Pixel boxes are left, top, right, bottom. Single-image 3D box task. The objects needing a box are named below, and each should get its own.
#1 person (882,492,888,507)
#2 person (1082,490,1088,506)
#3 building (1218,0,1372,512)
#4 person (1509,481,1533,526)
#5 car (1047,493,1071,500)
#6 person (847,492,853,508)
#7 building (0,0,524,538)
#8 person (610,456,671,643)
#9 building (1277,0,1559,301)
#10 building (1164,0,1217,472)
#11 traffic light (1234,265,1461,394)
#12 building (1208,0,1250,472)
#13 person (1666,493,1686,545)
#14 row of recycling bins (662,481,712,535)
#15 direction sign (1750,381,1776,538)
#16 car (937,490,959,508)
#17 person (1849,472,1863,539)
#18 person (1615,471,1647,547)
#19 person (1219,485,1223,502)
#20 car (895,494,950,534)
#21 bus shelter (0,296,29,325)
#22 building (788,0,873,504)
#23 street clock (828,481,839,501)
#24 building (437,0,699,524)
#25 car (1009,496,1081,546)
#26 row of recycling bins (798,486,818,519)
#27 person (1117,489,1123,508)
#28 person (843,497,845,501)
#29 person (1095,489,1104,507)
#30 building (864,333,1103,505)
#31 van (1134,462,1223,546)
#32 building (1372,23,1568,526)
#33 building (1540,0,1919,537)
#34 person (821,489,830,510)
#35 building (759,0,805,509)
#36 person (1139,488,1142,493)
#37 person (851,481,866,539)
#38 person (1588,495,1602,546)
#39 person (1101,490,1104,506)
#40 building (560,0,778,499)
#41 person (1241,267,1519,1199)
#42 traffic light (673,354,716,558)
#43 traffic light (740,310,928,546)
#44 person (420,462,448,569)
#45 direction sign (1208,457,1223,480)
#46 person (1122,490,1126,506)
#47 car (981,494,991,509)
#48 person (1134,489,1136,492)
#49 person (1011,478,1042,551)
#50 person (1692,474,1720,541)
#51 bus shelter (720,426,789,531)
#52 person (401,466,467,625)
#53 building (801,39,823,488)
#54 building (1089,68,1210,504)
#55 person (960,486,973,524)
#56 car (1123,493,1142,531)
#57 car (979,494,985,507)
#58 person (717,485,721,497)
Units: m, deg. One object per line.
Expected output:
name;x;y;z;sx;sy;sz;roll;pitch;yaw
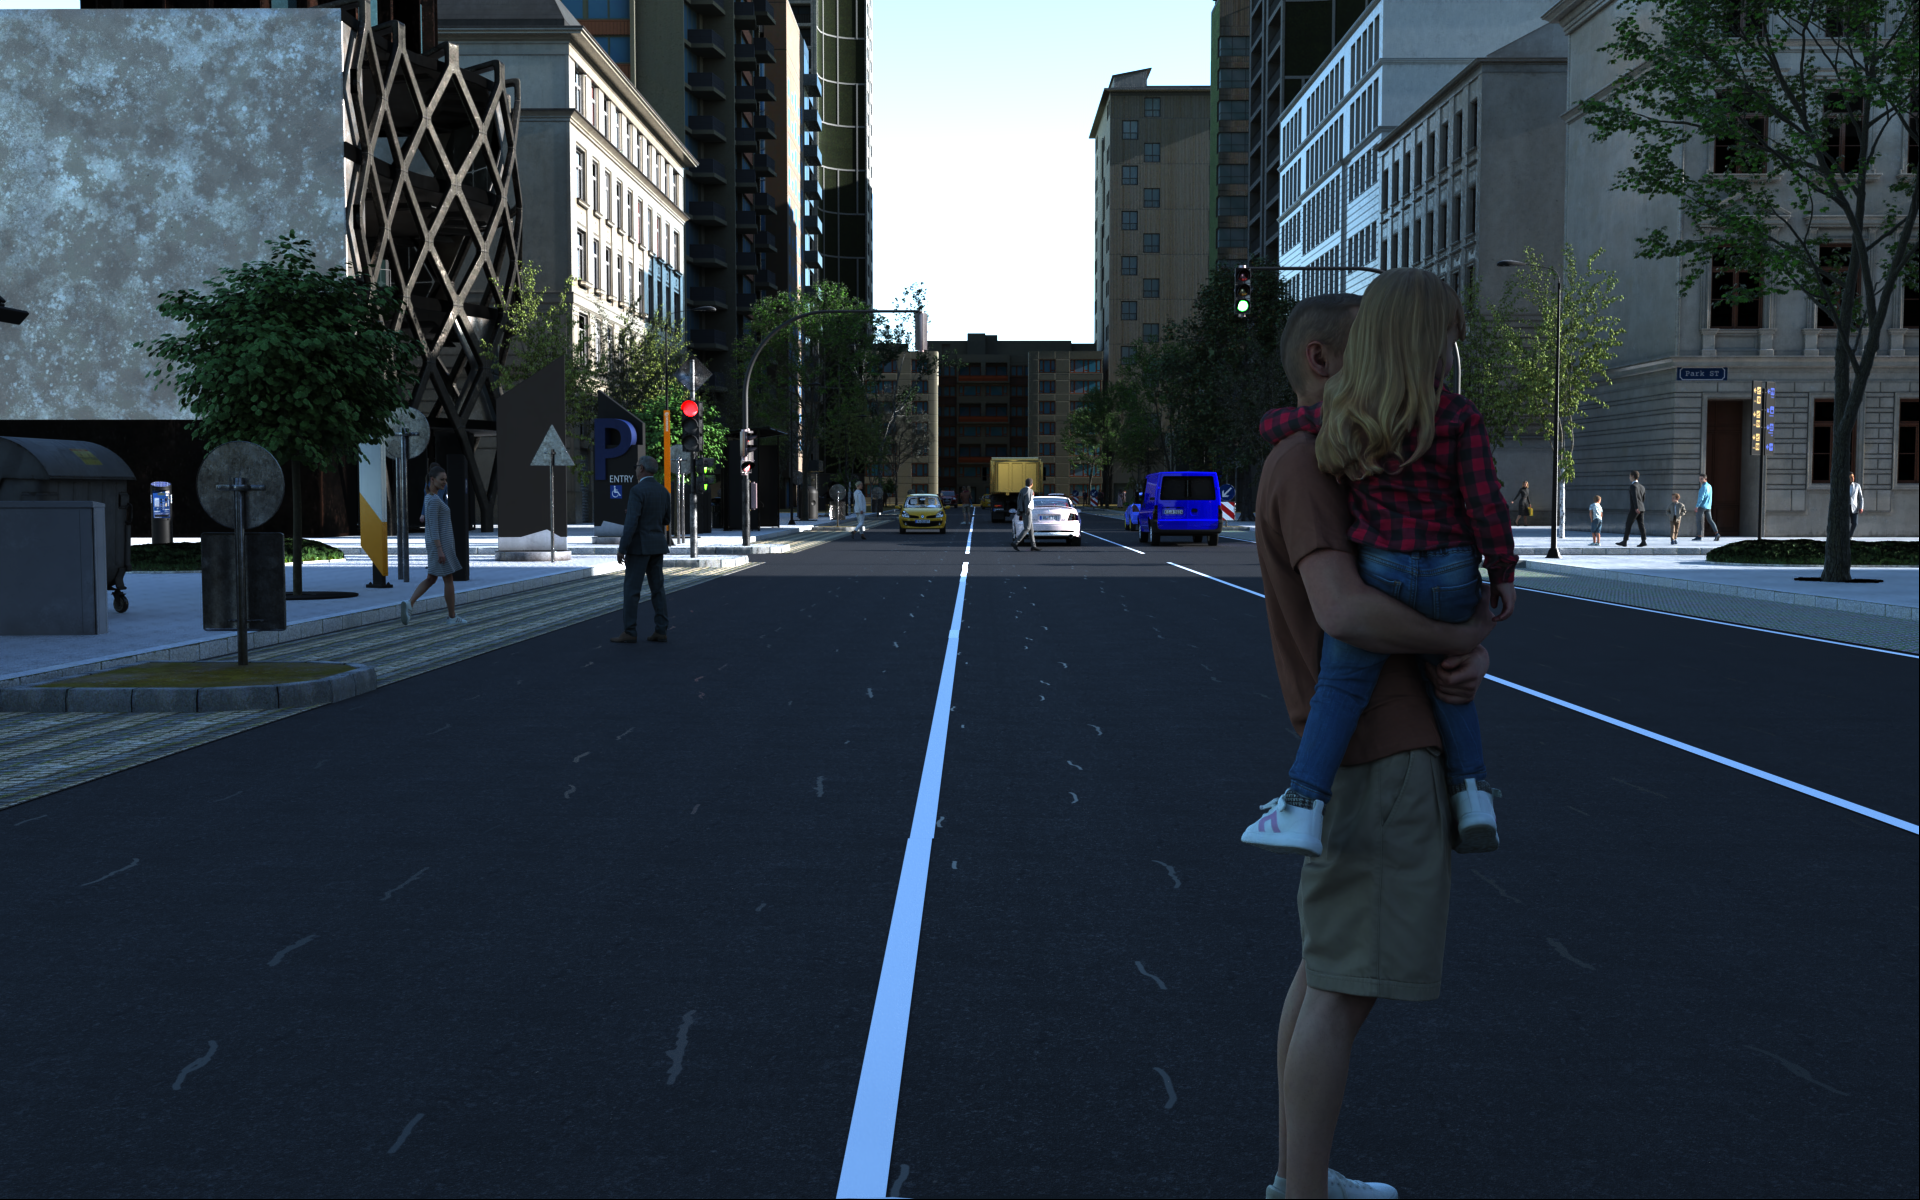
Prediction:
person;-7.411;-10.052;170.949;0.990;1.755;0.434;3;5;42
person;13.185;-10.750;182.722;0.541;1.710;0.530;2;4;26
building;30.863;-42.132;127.104;20.563;71.187;20.611;0;4;1
person;22.113;-3.844;69.111;1.509;1.804;0.699;0;4;7
car;6.780;-6.905;121.939;2.155;1.783;4.494;0;4;2
person;-10.031;-9.288;157.882;1.348;1.826;0.705;-2;4;-32
building;-23.800;-11.696;58.674;16.820;18.784;16.811;0;4;1
person;-3.119;-0.499;16.833;0.590;1.801;0.661;2;4;30
building;26.767;-19.860;102.207;11.434;29.767;29.804;0;4;1
building;32.934;-52.304;167.833;22.319;86.520;31.000;0;4;1
traffic light;7.812;-3.666;34.610;4.771;5.953;1.251;0;4;1
building;27.797;-28.283;146.018;14.154;41.232;14.086;0;4;1
person;18.225;-2.066;44.091;0.475;1.303;0.640;1;4;15
row of recycling bins;-8.964;-2.979;55.820;1.069;1.692;3.534;1;4;17
direction sign;16.144;-2.623;34.887;0.876;3.537;0.379;-3;4;-38
car;-1.279;-10.407;178.826;2.281;1.827;5.304;0;4;1
person;22.241;-2.293;43.375;0.661;1.843;0.795;1;4;16
person;16.382;-2.223;42.172;0.659;1.850;0.755;-3;4;-37
person;14.311;-5.464;95.477;0.391;1.810;0.635;0;4;6
car;-1.372;-3.268;63.657;2.015;1.641;3.980;0;4;-1
bus shelter;-9.149;-1.131;12.411;2.014;3.302;5.546;0;4;1
building;-21.833;-47.710;218.314;20.611;71.187;20.563;0;4;1
street clock;-7.366;-6.008;102.808;0.471;2.002;0.358;3;4;37
building;-23.545;-15.552;87.565;16.112;22.955;30.059;0;4;1
car;2.443;-2.260;49.310;2.083;1.381;4.827;0;4;1
row of recycling bins;-8.007;-5.128;90.954;1.069;1.692;3.534;0;4;-7
person;14.585;-9.217;157.408;0.621;1.740;0.551;1;4;8
person;-11.371;-9.894;171.028;0.991;1.433;0.599;3;5;44
person;14.133;-10.322;175.361;0.990;1.755;0.434;0;4;-7
building;2.956;-23.132;223.253;28.899;21.520;27.650;0;4;1
van;6.234;-2.767;49.631;2.240;2.365;5.245;0;4;1
building;25.412;-13.997;78.005;9.793;20.994;18.267;0;4;1
building;30.995;-13.427;55.681;21.152;22.565;11.583;0;4;1
person;-10.297;-7.885;135.479;1.217;1.766;0.721;0;4;-6
building;-21.492;-30.845;154.426;14.600;45.320;14.200;0;4;1
person;13.820;-7.665;132.182;1.217;1.723;0.721;-2;4;-32
person;-3.202;-2.816;54.417;0.514;1.842;0.818;3;5;42
person;15.787;-1.976;43.042;0.332;1.250;0.352;2;4;27
person;14.811;-10.701;181.726;0.721;1.743;1.217;-1;4;-23
building;-25.870;-29.219;132.357;22.147;44.769;28.867;0;4;1
person;0.743;0.323;3.191;0.573;1.828;0.580;-2;4;-33
traffic light;-5.356;-2.810;34.864;0.839;4.253;0.868;0;4;1
traffic light;-3.185;-4.171;42.863;4.771;5.953;1.251;0;4;1
person;-8.941;-1.441;29.628;0.581;1.822;0.654;-3;5;-42
direction sign;13.855;-6.259;94.334;0.876;3.537;0.379;1;4;17
person;17.985;-11.206;190.065;0.445;1.727;0.742;1;4;9
car;2.949;-9.381;163.602;2.015;1.641;3.980;0;4;2
person;18.389;-10.788;182.442;0.705;1.822;1.348;0;4;1
person;1.688;-2.141;43.606;0.850;1.850;0.679;-1;4;-12
person;20.459;-2.545;47.515;0.638;1.841;0.748;-2;4;-30
bus shelter;-7.419;-4.389;63.037;1.731;3.624;6.357;0;4;1
person;-5.699;-0.584;18.797;0.466;1.731;0.760;3;4;36
building;-29.436;-33.883;173.600;30.456;49.044;23.786;0;4;1
building;31.162;-38.770;223.130;27.495;52.752;28.713;0;4;1
person;0.336;-4.571;83.203;0.573;1.828;0.580;3;4;36
car;7.409;-3.577;68.079;1.945;1.707;3.694;0;4;1
car;3.096;-10.751;185.995;2.015;1.641;3.980;0;4;-1
person;-12.747;-5.300;92.973;0.520;1.790;0.573;1;4;20
